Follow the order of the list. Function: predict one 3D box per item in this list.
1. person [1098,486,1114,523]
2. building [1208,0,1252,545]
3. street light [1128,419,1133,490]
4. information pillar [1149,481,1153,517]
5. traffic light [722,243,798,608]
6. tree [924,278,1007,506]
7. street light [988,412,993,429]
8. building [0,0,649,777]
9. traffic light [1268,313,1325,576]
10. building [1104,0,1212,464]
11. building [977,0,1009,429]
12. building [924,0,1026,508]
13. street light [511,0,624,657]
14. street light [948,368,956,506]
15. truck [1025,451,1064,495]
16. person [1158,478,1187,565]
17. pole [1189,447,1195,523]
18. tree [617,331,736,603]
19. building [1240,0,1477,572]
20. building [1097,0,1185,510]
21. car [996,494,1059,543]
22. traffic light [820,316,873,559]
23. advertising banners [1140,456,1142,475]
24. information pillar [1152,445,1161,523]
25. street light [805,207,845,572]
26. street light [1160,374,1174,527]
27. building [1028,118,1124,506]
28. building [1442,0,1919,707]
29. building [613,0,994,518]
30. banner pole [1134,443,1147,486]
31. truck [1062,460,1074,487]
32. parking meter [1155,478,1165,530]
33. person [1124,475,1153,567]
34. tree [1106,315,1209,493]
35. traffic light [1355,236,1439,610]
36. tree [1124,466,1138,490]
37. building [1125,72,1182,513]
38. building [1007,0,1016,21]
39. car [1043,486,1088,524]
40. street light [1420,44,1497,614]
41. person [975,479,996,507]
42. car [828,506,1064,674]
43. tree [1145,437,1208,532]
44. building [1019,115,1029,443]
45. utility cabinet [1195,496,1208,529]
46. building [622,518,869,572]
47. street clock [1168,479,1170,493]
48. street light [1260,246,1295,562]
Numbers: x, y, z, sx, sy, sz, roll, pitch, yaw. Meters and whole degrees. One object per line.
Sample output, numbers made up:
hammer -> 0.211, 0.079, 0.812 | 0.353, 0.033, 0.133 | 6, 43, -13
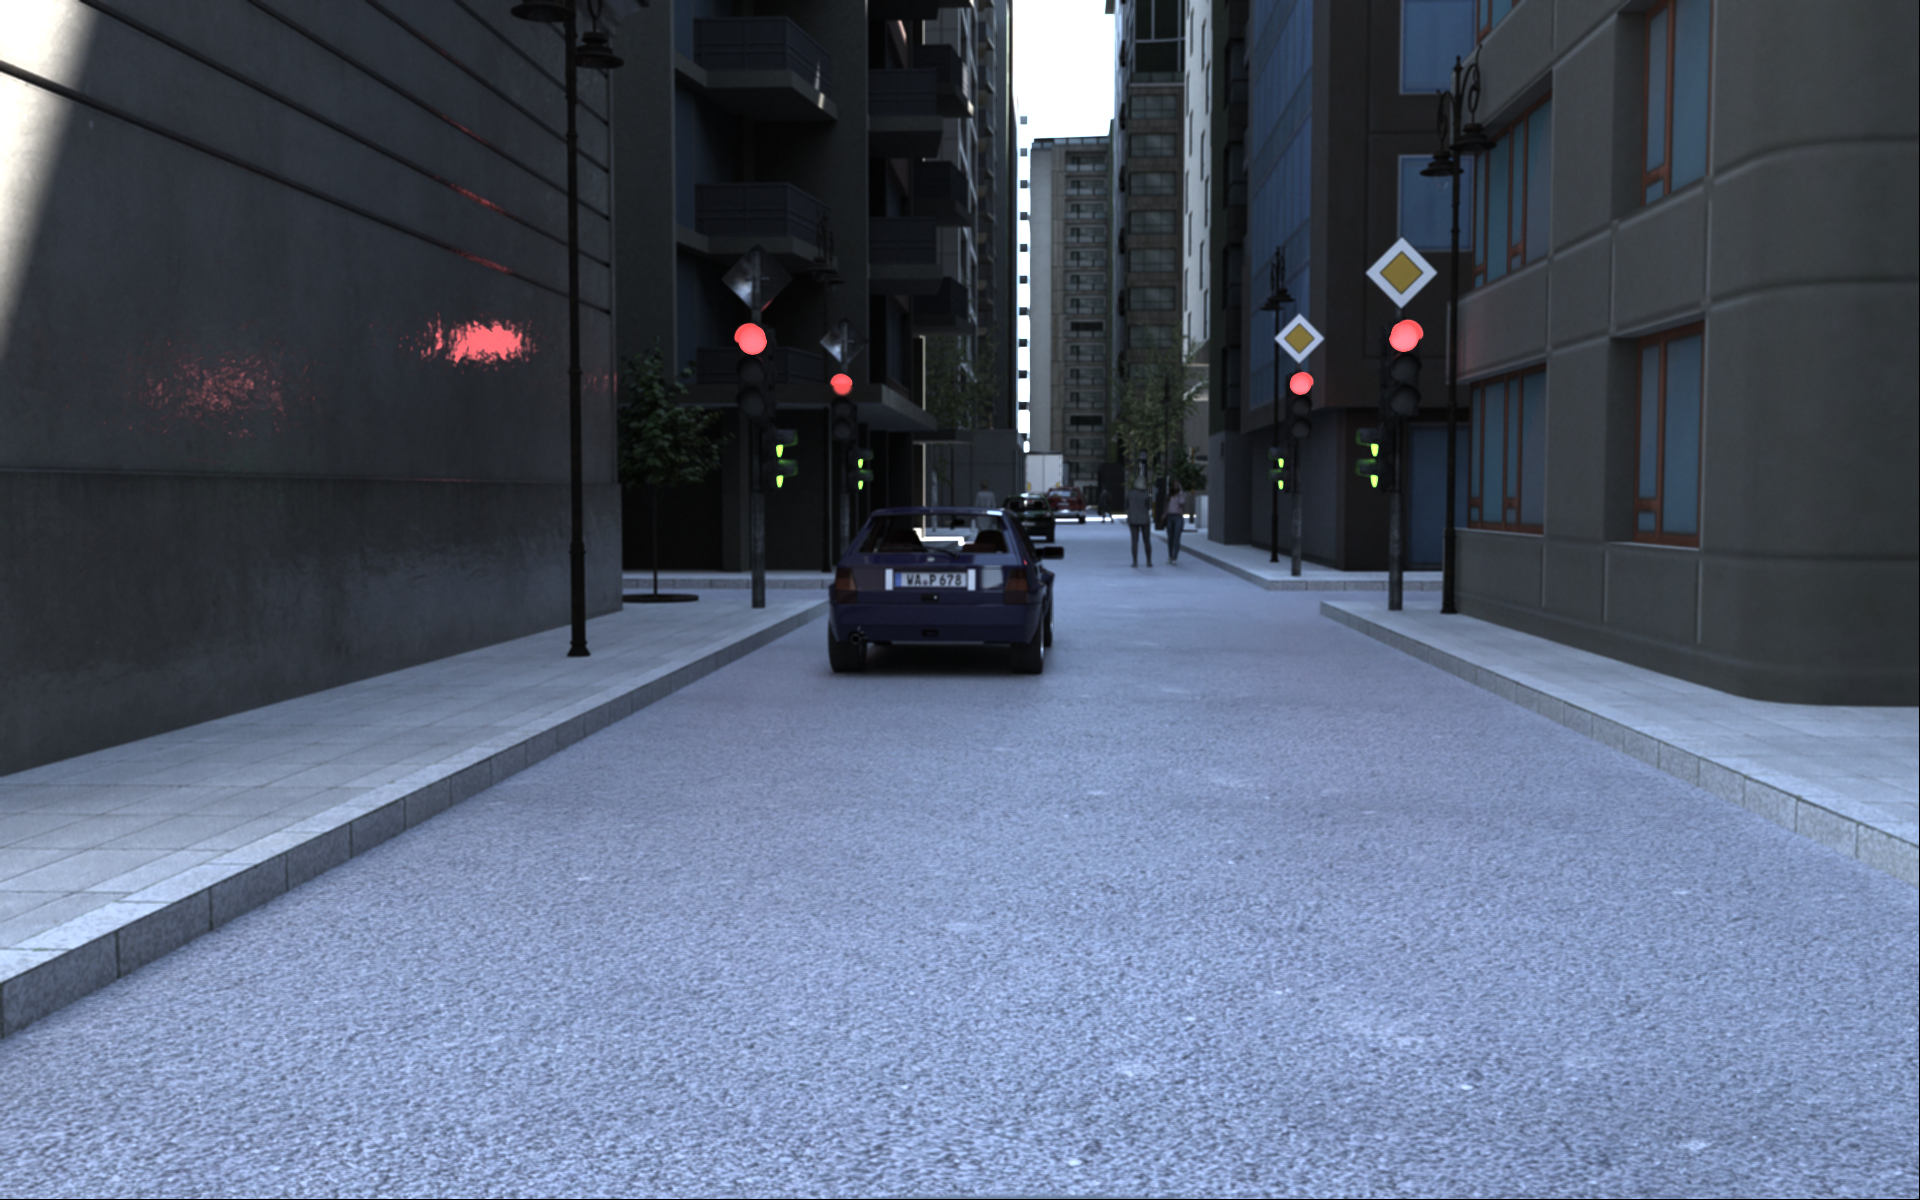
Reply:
person -> 7.213, -4.722, 85.665 | 0.622, 1.834, 0.822 | -2, 4, -26
building -> 14.063, -16.977, 49.270 | 14.160, 30.474, 14.107 | 0, 4, 3
street light -> 9.912, -7.862, 101.326 | 0.468, 5.910, 1.993 | 0, 4, 3
information pillar -> 10.628, -5.566, 95.495 | 0.304, 2.012, 0.304 | -1, 4, -19
traffic light -> -2.255, -1.865, 19.417 | 0.839, 4.253, 0.868 | 0, 4, 3
tree -> -0.628, -6.599, 58.252 | 4.737, 8.622, 4.395 | 0, 3, 0
street light -> 1.721, -7.611, 97.227 | 0.468, 5.910, 1.993 | 0, 4, 3
building -> -18.333, -10.927, 11.937 | 30.059, 22.955, 16.112 | 0, 4, 3
traffic light -> 5.245, -2.330, 27.010 | 0.839, 4.253, 0.868 | 0, 4, 3
building -> 28.117, -35.040, 162.148 | 28.713, 52.752, 27.495 | 0, 4, 3
building -> -3.346, -27.839, 138.766 | 14.154, 41.232, 14.086 | 0, 4, 3
building -> -7.443, -38.888, 74.071 | 20.563, 71.187, 20.611 | 0, 4, 3
street light -> -3.023, -2.493, 13.555 | 0.468, 5.910, 1.993 | 0, 4, 3
street light -> -0.277, -5.492, 62.575 | 0.468, 5.910, 1.993 | 0, 4, 3
truck -> 5.740, -7.955, 118.980 | 2.839, 4.237, 11.283 | 0, 4, 3
person -> 4.364, -1.607, 35.360 | 0.593, 1.750, 0.643 | 2, 4, 27
pole -> 10.125, -5.001, 75.605 | 0.158, 3.312, 0.155 | 0, 3, 0
tree -> -3.650, -1.594, 20.663 | 1.663, 3.219, 1.824 | 0, 3, 0
building -> 13.409, -23.444, 33.421 | 14.200, 45.320, 14.600 | 0, 4, 3
building -> 21.597, -42.792, 137.905 | 20.563, 71.187, 20.611 | 0, 4, 3
car -> 2.011, -2.618, 52.585 | 2.009, 1.686, 4.222 | 0, 4, 2
traffic light -> -1.806, -2.353, 27.389 | 0.839, 4.253, 0.868 | 0, 4, 3
advertising banners -> 8.252, -5.026, 78.365 | 0.090, 3.025, 2.074 | 0, 4, 1
information pillar -> 8.800, -5.267, 77.466 | 0.183, 3.616, 0.504 | 3, 5, 42
street light -> -2.188, -3.393, 28.269 | 0.468, 5.910, 1.993 | 0, 4, 3
street light -> 7.970, -5.756, 66.897 | 0.468, 5.910, 1.993 | 0, 4, 3
building -> 14.582, -31.086, 191.846 | 14.086, 41.232, 14.154 | 0, 4, 3
building -> 18.396, -9.697, 3.585 | 27.650, 21.520, 28.899 | 0, 4, 3
building -> -9.026, -28.278, 116.964 | 22.147, 44.769, 28.867 | 0, 4, 3
banner pole -> 8.812, -5.809, 84.990 | 0.863, 3.779, 0.401 | 2, 4, 28
truck -> 8.319, -9.847, 149.912 | 2.839, 4.237, 11.283 | 0, 4, 5
parking meter -> 7.084, -3.403, 61.354 | 0.255, 1.863, 0.399 | -1, 4, -17
person -> 3.511, -1.554, 34.094 | 0.537, 1.800, 0.526 | 1, 4, 21
tree -> 8.225, -7.365, 70.782 | 4.737, 8.622, 4.395 | 0, 3, 0
traffic light -> 4.796, -1.842, 19.037 | 0.839, 4.253, 0.868 | 0, 4, 3
tree -> 11.831, -7.372, 115.128 | 1.663, 3.219, 1.824 | 0, 3, 0
building -> 18.646, -21.423, 121.959 | 14.160, 30.474, 14.107 | 0, 4, 3
building -> -2.090, -30.740, 152.710 | 14.600, 45.320, 14.200 | 0, 4, 3
car -> 5.136, -4.664, 84.937 | 2.281, 1.827, 5.304 | 0, 4, 5
street light -> 5.252, -2.792, 18.431 | 0.468, 5.910, 1.993 | 0, 4, 3
person -> 0.565, -1.996, 41.494 | 0.694, 1.780, 0.624 | 0, 4, 7
car -> -0.074, -0.161, 15.211 | 1.945, 1.354, 3.894 | 0, 4, 5
tree -> 7.563, -3.933, 58.900 | 1.663, 3.219, 1.824 | 0, 3, 0
building -> -7.399, -35.337, 197.367 | 30.456, 49.044, 23.786 | 0, 4, 3
utility cabinet -> 9.215, -3.259, 64.442 | 1.020, 1.237, 0.306 | -2, 4, -35
building -> -11.090, -23.619, 40.802 | 22.147, 44.769, 28.867 | 0, 4, 3
street clock -> 9.777, -4.688, 81.224 | 0.471, 2.002, 0.358 | 3, 5, 42
street light -> 5.931, -3.651, 32.488 | 0.468, 5.910, 1.993 | 0, 4, 3
